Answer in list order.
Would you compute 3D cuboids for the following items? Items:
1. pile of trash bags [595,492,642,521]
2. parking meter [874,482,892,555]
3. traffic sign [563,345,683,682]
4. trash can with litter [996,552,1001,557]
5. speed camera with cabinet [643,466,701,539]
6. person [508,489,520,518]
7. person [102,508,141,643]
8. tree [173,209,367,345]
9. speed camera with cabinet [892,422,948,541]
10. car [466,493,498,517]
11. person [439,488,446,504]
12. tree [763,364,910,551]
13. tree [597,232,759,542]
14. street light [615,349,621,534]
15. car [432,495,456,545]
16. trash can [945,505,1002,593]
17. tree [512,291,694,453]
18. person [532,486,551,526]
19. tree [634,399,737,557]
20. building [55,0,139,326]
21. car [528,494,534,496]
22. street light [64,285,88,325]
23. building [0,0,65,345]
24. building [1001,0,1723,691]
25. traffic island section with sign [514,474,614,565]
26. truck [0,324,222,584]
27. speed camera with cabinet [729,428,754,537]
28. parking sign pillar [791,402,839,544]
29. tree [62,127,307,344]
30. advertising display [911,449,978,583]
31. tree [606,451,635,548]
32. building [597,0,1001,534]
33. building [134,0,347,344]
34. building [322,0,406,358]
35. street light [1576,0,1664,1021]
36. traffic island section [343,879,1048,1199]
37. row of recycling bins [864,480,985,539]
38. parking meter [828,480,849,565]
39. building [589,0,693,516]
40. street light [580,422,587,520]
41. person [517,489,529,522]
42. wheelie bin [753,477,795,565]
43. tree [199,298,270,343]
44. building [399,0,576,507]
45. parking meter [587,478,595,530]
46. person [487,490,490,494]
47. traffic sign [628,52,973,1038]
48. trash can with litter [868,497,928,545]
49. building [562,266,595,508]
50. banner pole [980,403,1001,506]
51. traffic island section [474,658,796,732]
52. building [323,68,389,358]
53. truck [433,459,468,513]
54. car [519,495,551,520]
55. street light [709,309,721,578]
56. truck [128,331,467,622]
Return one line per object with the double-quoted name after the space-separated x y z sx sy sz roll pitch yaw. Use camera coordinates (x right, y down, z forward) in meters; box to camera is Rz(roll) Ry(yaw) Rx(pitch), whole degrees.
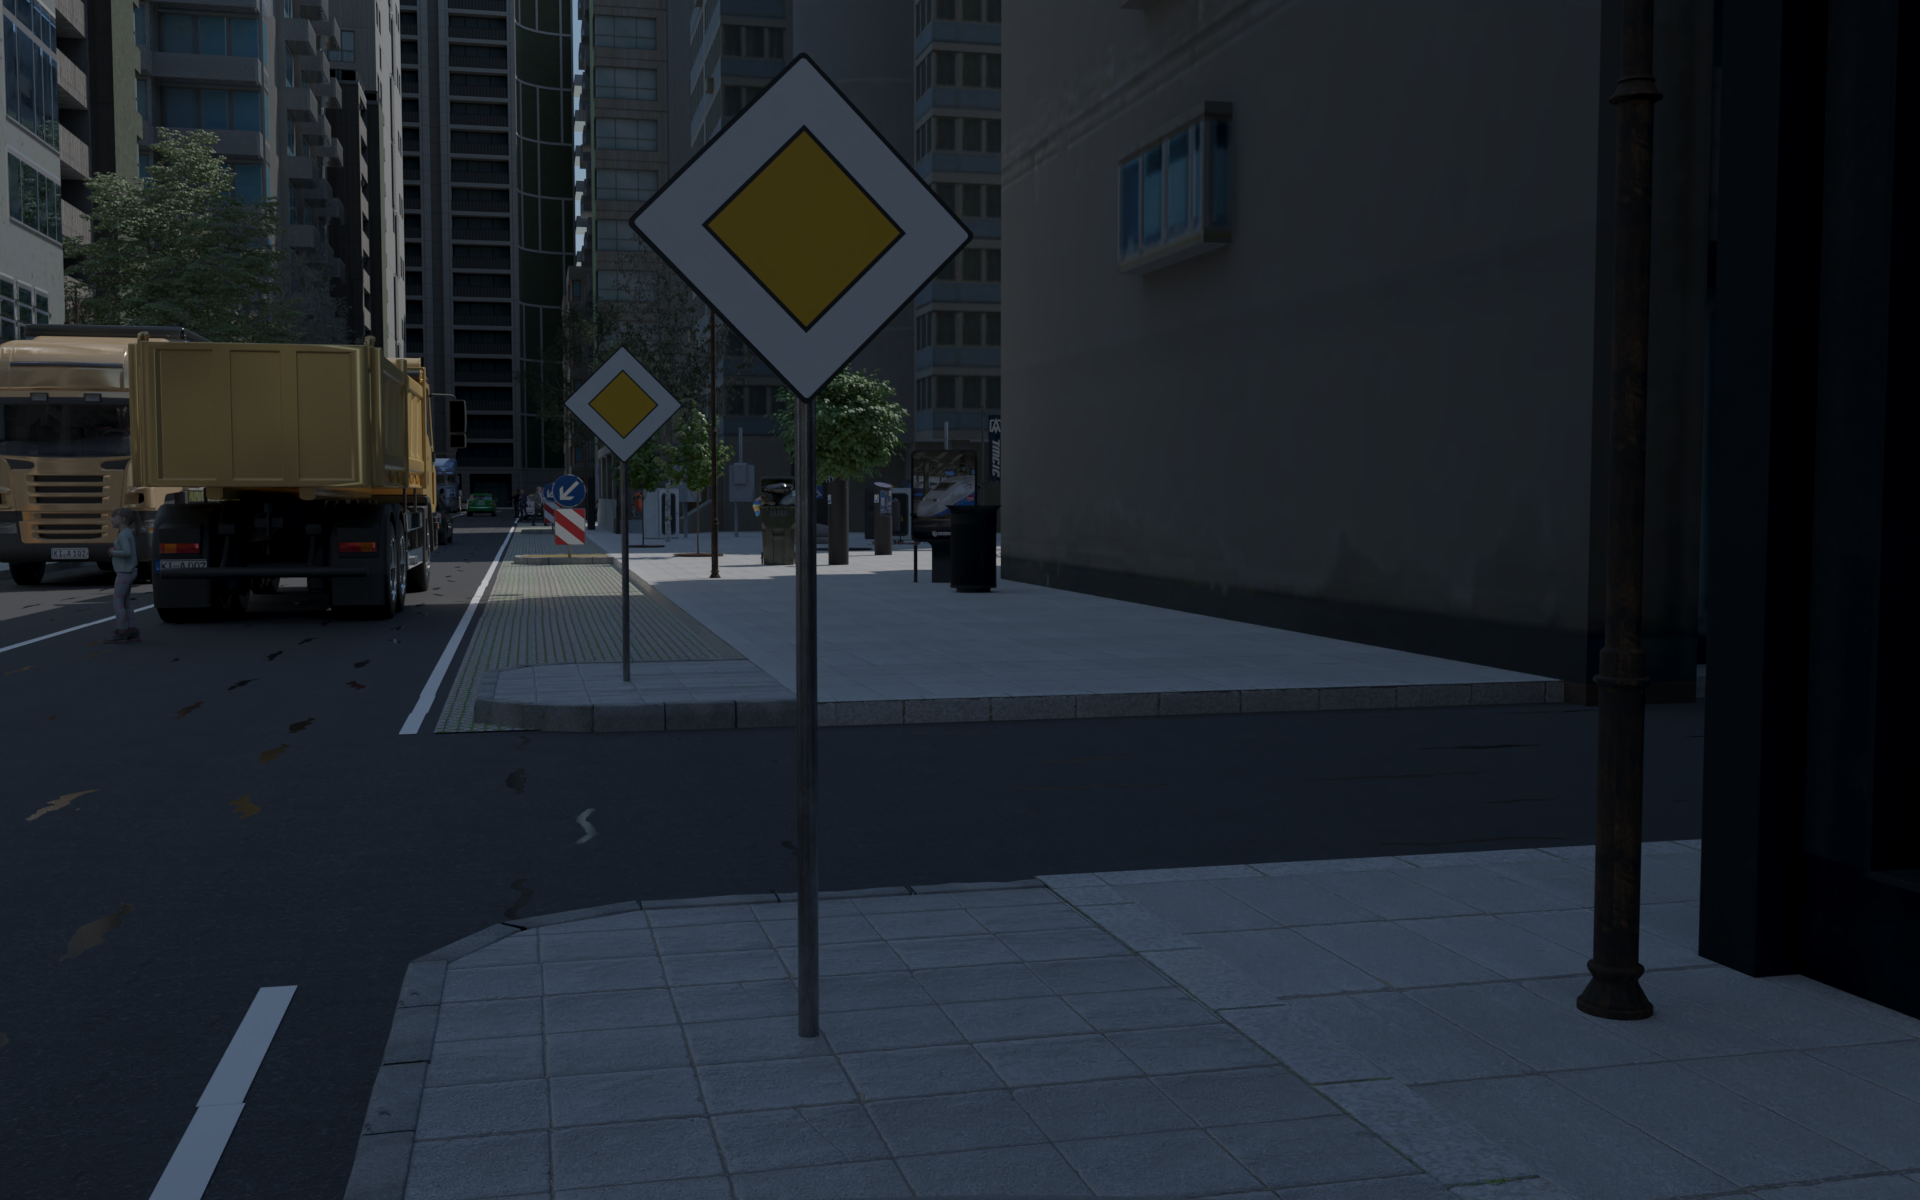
-16.130 -4.454 82.575 1.912 1.369 3.447 2 4 25 "pile of trash bags"
-1.615 -1.714 36.436 0.372 1.533 0.369 0 3 0 "parking meter"
-2.285 -0.499 11.796 0.795 2.450 0.064 -1 4 -14 "traffic sign"
1.139 -1.515 35.823 1.678 1.210 2.233 1 4 14 "trash can with litter"
-8.285 -3.401 49.936 0.660 3.252 2.038 2 4 28 "speed camera with cabinet"
-26.447 -5.734 103.066 1.217 1.723 0.721 3 4 36 "person"
-8.098 -0.241 16.725 0.394 1.301 0.425 -3 5 -40 "person"
-30.225 -10.106 75.607 12.009 13.543 11.850 0 3 0 "tree"
-1.086 -3.261 47.646 2.038 3.252 0.660 1 4 23 "speed camera with cabinet"
-30.978 -6.321 112.151 1.959 1.807 4.718 -1 4 -13 "car"
-27.420 -5.068 92.087 0.721 1.735 1.217 -1 4 -14 "person"
-2.822 -3.423 39.684 4.285 4.588 4.351 0 3 0 "tree"
-7.595 -5.860 46.166 4.360 8.622 3.978 0 3 0 "tree"
-10.962 -5.050 55.357 0.468 5.910 1.993 -1 4 -14 "street light"
-15.521 -2.440 49.681 2.009 1.686 4.222 -1 4 -13 "car"
0.178 -0.673 22.654 0.748 1.137 0.748 0 3 0 "trash can"
-15.980 -8.844 79.007 8.767 10.594 7.601 -1 4 -17 "tree"
-18.665 -4.170 77.072 0.834 1.777 0.661 0 4 3 "person"
-5.532 -2.507 35.592 1.663 3.219 1.824 0 3 0 "tree"
-37.113 -17.594 59.360 14.160 30.474 14.107 -1 4 -14 "building"
-37.323 -8.691 152.316 2.015 1.641 3.980 -1 4 -14 "car"
-19.584 -4.021 38.538 0.468 5.910 1.993 -1 4 -14 "street light"
-88.168 -50.201 133.460 31.000 86.520 22.319 -1 4 -14 "building"
11.851 -24.424 23.030 21.600 48.544 21.300 -1 4 -14 "building"
-8.189 -1.659 35.758 1.989 1.847 2.006 -1 4 -14 "traffic island section with sign"
-14.710 -2.575 31.017 2.839 4.237 11.283 -1 4 -14 "truck"
-5.832 -3.511 51.737 2.038 3.252 0.660 0 4 2 "speed camera with cabinet"
-3.721 -3.450 44.875 1.447 3.967 1.447 0 4 -3 "parking sign pillar"
-24.112 -8.298 53.802 7.486 12.596 7.792 0 3 0 "tree"
-0.223 -1.211 25.017 0.974 1.923 0.123 1 4 9 "advertising display"
-7.545 -2.885 41.763 1.663 3.219 1.824 0 3 0 "tree"
2.628 -22.885 66.046 32.217 40.220 23.993 -1 4 -14 "building"
-46.044 -29.000 93.756 23.786 49.044 30.456 -1 4 -14 "building"
-59.075 -33.605 138.674 27.495 52.752 28.713 -1 4 -14 "building"
1.628 -1.917 4.128 0.468 5.910 1.993 -1 4 -14 "street light"
-0.341 1.110 4.128 2.009 0.180 2.903 -1 4 -14 "traffic island section"
-1.022 -2.604 49.681 3.534 1.692 1.069 -1 4 -20 "row of recycling bins"
-2.206 -1.406 31.406 0.372 1.533 0.369 0 3 0 "parking meter"
-13.118 -25.157 94.906 14.154 41.232 14.086 -1 4 -14 "building"
-18.335 -6.854 84.850 0.468 5.910 1.993 -1 4 -14 "street light"
-22.756 -4.939 90.172 0.541 1.710 0.530 3 5 43 "person"
-3.264 -1.438 31.425 0.980 1.594 0.693 0 4 -6 "wheelie bin"
-26.917 -6.875 62.773 4.360 8.622 3.978 0 3 0 "tree"
-48.957 -44.922 172.732 20.611 71.187 20.563 -1 4 -14 "building"
-13.209 -3.443 61.997 0.255 1.863 0.399 -1 4 -18 "parking meter"
-36.103 -7.528 132.305 0.721 1.735 1.217 2 4 26 "person"
-0.362 -0.025 4.045 0.795 2.450 0.064 -1 4 -14 "traffic sign"
-1.361 -2.021 44.095 2.233 1.210 1.678 -1 4 -13 "trash can with litter"
-19.630 -18.569 148.642 27.650 21.520 28.899 -1 4 -14 "building"
0.849 -3.547 48.016 0.863 3.779 0.401 -1 4 -15 "banner pole"
-2.264 0.636 11.879 2.009 0.180 2.903 -1 4 -14 "traffic island section"
-46.589 -21.125 117.100 14.160 30.474 14.107 -1 4 -14 "building"
-40.556 -9.000 136.913 2.967 4.110 18.799 -1 4 -12 "truck"
-23.616 -5.180 97.059 2.083 1.381 4.827 -1 4 -16 "car"
-3.741 -3.271 26.264 0.468 5.910 1.993 -1 4 -14 "street light"
-8.573 -1.667 23.174 3.469 3.379 9.791 -1 4 -13 "truck"
